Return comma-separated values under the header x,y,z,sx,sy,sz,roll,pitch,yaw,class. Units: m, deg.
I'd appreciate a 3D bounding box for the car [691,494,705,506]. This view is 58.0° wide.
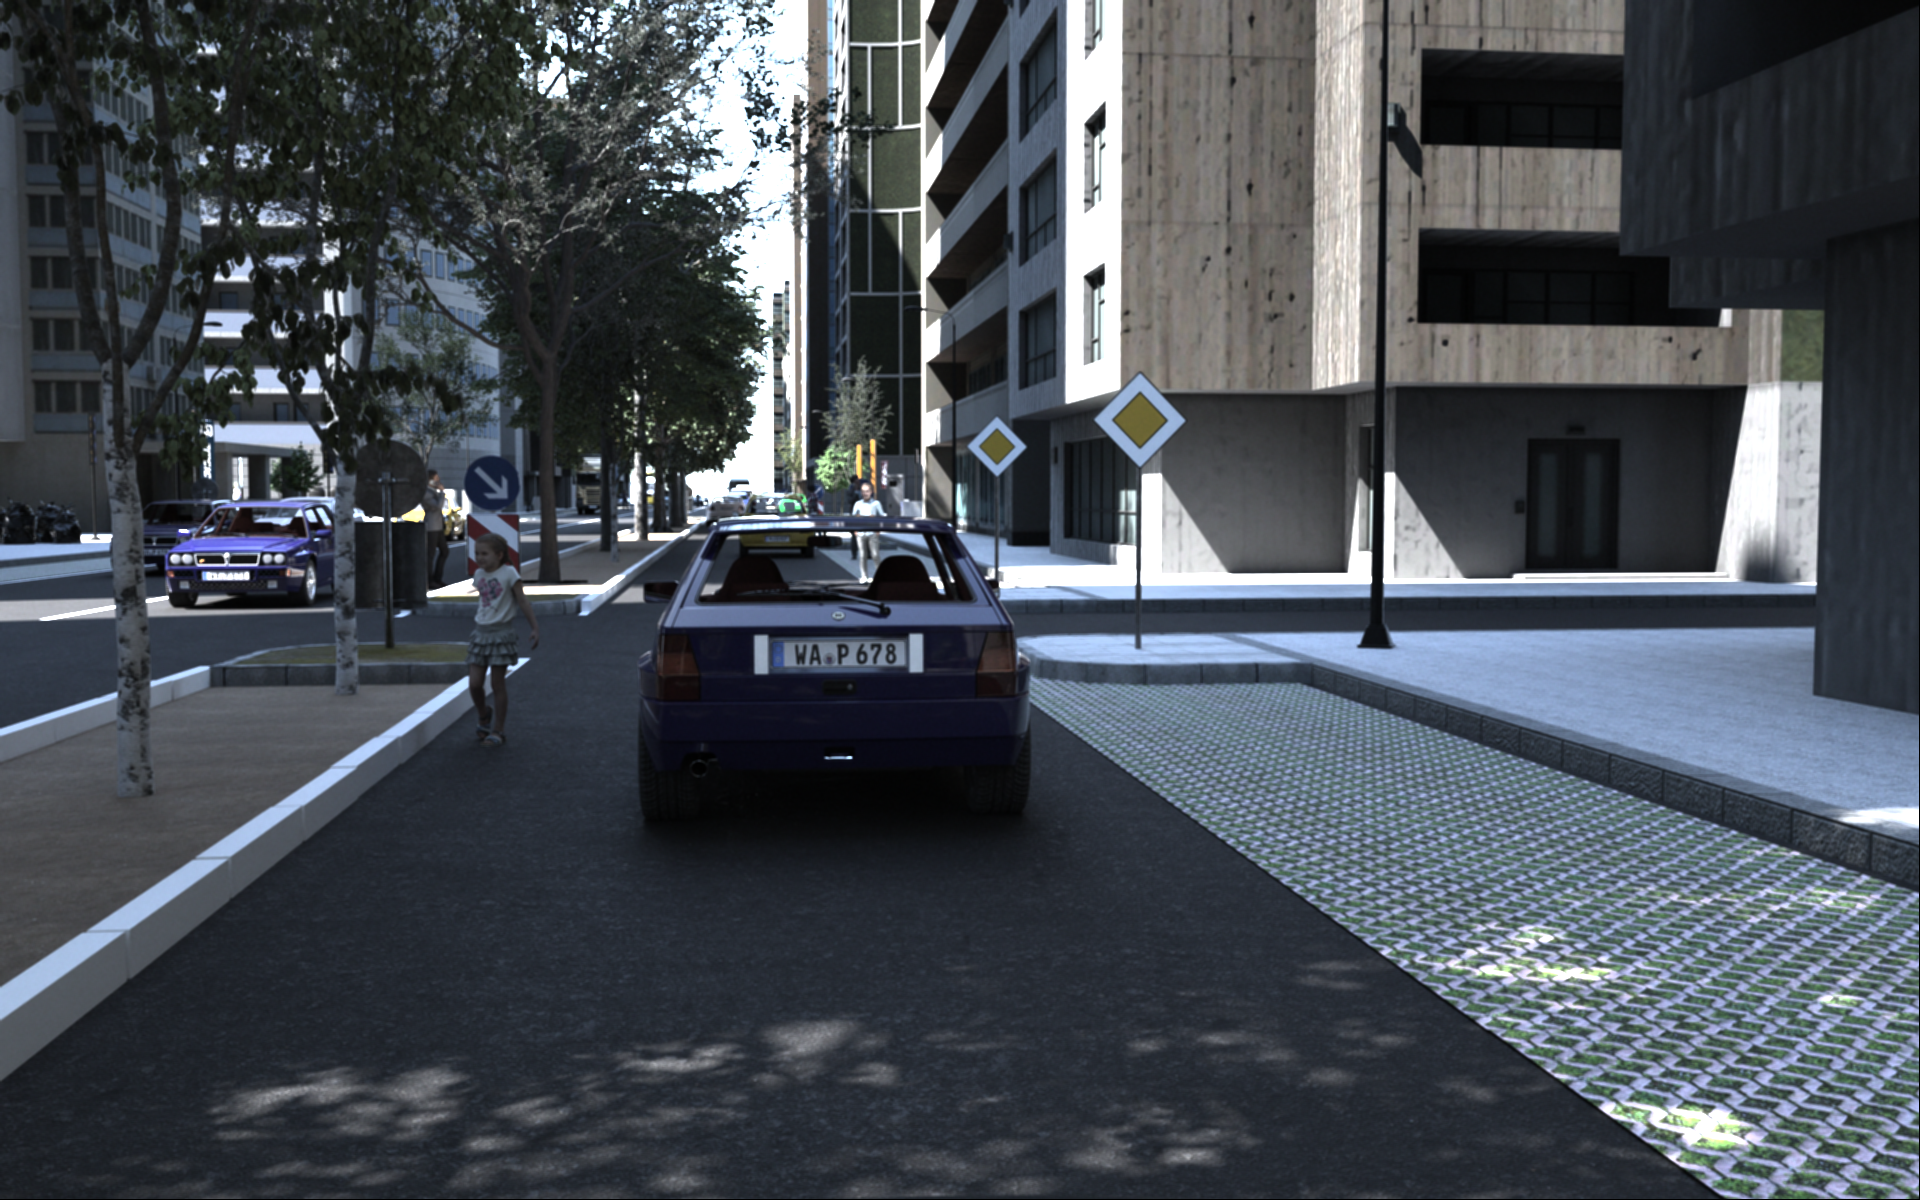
x,y,z,sx,sy,sz,roll,pitch,yaw,class
-31.479,-12.047,206.762,2.009,1.686,4.222,0,4,-7,car

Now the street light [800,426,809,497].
x,y,z,sx,sy,sz,roll,pitch,yaw,class
-10.282,-8.966,119.137,1.470,5.913,1.316,0,4,-7,street light

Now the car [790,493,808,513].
x,y,z,sx,sy,sz,roll,pitch,yaw,class
-10.422,-6.069,108.032,1.959,1.807,4.718,-1,4,-9,car

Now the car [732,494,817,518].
x,y,z,sx,sy,sz,roll,pitch,yaw,class
-4.315,-1.848,40.431,2.015,1.641,3.980,0,4,-7,car

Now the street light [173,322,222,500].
x,y,z,sx,sy,sz,roll,pitch,yaw,class
-20.565,-4.538,46.736,1.470,5.913,1.316,0,4,-7,street light

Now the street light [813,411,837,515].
x,y,z,sx,sy,sz,roll,pitch,yaw,class
-7.510,-7.587,96.588,1.470,5.913,1.316,0,4,-7,street light

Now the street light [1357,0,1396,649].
x,y,z,sx,sy,sz,roll,pitch,yaw,class
2.958,-2.554,14.293,1.470,5.913,1.316,0,4,-7,street light

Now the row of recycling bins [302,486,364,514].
x,y,z,sx,sy,sz,roll,pitch,yaw,class
-31.957,-4.915,87.479,3.534,1.692,1.069,-1,4,-14,row of recycling bins

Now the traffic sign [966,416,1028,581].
x,y,z,sx,sy,sz,roll,pitch,yaw,class
0.470,-1.137,22.230,0.795,2.450,0.064,0,4,-7,traffic sign

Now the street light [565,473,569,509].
x,y,z,sx,sy,sz,roll,pitch,yaw,class
-33.836,-10.926,151.186,1.470,5.913,1.316,0,4,-7,street light

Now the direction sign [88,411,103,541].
x,y,z,sx,sy,sz,roll,pitch,yaw,class
-23.812,-3.401,47.597,0.379,3.537,0.876,-1,4,-17,direction sign

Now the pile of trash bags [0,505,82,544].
x,y,z,sx,sy,sz,roll,pitch,yaw,class
-24.596,-2.130,44.572,3.447,1.369,1.912,-3,4,-36,pile of trash bags

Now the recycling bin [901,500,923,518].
x,y,z,sx,sy,sz,roll,pitch,yaw,class
-1.698,-2.962,60.990,0.722,1.027,0.722,0,4,-8,recycling bin

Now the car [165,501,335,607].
x,y,z,sx,sy,sz,roll,pitch,yaw,class
-9.328,-0.654,23.270,1.945,1.354,3.894,0,4,-8,car

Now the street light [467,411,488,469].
x,y,z,sx,sy,sz,roll,pitch,yaw,class
-26.858,-7.582,96.506,1.470,5.913,1.316,0,4,-7,street light

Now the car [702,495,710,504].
x,y,z,sx,sy,sz,roll,pitch,yaw,class
-35.958,-14.071,242.639,1.945,1.354,3.894,-1,4,-9,car

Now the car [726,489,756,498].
x,y,z,sx,sy,sz,roll,pitch,yaw,class
-15.261,-6.887,121.283,2.281,1.827,5.304,0,4,-7,car

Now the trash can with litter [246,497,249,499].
x,y,z,sx,sy,sz,roll,pitch,yaw,class
-32.274,-4.164,79.470,1.055,1.170,0.624,-2,4,-31,trash can with litter

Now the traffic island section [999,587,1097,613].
x,y,z,sx,sy,sz,roll,pitch,yaw,class
0.493,-0.002,22.310,2.009,0.180,2.903,0,4,-7,traffic island section

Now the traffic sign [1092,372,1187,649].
x,y,z,sx,sy,sz,roll,pitch,yaw,class
1.475,-0.652,14.308,0.795,2.450,0.064,0,4,-7,traffic sign

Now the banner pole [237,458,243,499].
x,y,z,sx,sy,sz,roll,pitch,yaw,class
-35.289,-5.803,84.894,0.401,3.779,0.863,-3,4,-38,banner pole

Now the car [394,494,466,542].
x,y,z,sx,sy,sz,roll,pitch,yaw,class
-16.241,-2.621,53.079,2.015,1.641,3.980,-1,4,-9,car

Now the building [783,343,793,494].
x,y,z,sx,sy,sz,roll,pitch,yaw,class
-7.630,-22.565,213.983,27.650,21.520,28.899,0,4,-7,building

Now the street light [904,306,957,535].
x,y,z,sx,sy,sz,roll,pitch,yaw,class
-0.682,-4.312,43.049,1.470,5.913,1.316,0,4,-7,street light

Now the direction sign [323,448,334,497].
x,y,z,sx,sy,sz,roll,pitch,yaw,class
-24.109,-4.534,66.132,0.379,3.537,0.876,0,4,3,direction sign

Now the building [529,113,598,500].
x,y,z,sx,sy,sz,roll,pitch,yaw,class
-50.883,-32.746,190.017,22.147,44.769,28.867,0,4,-7,building

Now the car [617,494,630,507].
x,y,z,sx,sy,sz,roll,pitch,yaw,class
-36.761,-10.737,187.544,2.014,1.417,4.499,0,4,-7,car

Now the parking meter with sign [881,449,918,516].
x,y,z,sx,sy,sz,roll,pitch,yaw,class
-2.514,-4.317,66.846,1.738,3.016,0.543,0,4,1,parking meter with sign

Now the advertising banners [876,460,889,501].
x,y,z,sx,sy,sz,roll,pitch,yaw,class
-4.445,-5.678,89.026,2.074,3.025,0.090,-3,5,-44,advertising banners

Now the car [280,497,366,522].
x,y,z,sx,sy,sz,roll,pitch,yaw,class
-14.912,-1.669,39.656,2.083,1.381,4.827,0,4,-6,car

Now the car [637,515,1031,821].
x,y,z,sx,sy,sz,roll,pitch,yaw,class
-0.696,0.218,9.012,1.945,1.354,3.894,0,4,-6,car

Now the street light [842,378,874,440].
x,y,z,sx,sy,sz,roll,pitch,yaw,class
-4.030,-5.933,69.549,1.470,5.913,1.316,0,4,-7,street light

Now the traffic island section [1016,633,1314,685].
x,y,z,sx,sy,sz,roll,pitch,yaw,class
1.497,0.483,14.388,2.009,0.180,2.903,0,4,-7,traffic island section

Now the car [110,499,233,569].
x,y,z,sx,sy,sz,roll,pitch,yaw,class
-14.261,-1.181,31.884,1.945,1.354,3.894,-1,4,-9,car

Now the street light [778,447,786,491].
x,y,z,sx,sy,sz,roll,pitch,yaw,class
-17.110,-12.238,172.634,1.470,5.913,1.316,0,4,-7,street light

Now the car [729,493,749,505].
x,y,z,sx,sy,sz,roll,pitch,yaw,class
-14.452,-6.313,112.802,1.945,1.707,3.694,0,4,-8,car

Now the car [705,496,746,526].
x,y,z,sx,sy,sz,roll,pitch,yaw,class
-10.516,-4.034,78.320,2.083,1.381,4.827,0,4,-7,car

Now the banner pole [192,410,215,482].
x,y,z,sx,sy,sz,roll,pitch,yaw,class
-22.662,-3.780,51.815,0.863,3.779,0.401,0,4,6,banner pole

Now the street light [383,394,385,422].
x,y,z,sx,sy,sz,roll,pitch,yaw,class
-24.044,-6.208,74.034,1.470,5.913,1.316,0,4,-7,street light

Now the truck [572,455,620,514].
x,y,z,sx,sy,sz,roll,pitch,yaw,class
-26.147,-8.329,125.085,2.839,4.237,11.283,0,4,-8,truck

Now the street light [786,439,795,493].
x,y,z,sx,sy,sz,roll,pitch,yaw,class
-13.672,-10.587,145.631,1.470,5.913,1.316,0,4,-7,street light

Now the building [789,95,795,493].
x,y,z,sx,sy,sz,roll,pitch,yaw,class
-11.615,-33.086,191.072,14.600,45.320,14.200,0,4,-7,building

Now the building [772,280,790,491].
x,y,z,sx,sy,sz,roll,pitch,yaw,class
-19.872,-29.131,247.991,14.160,30.474,14.107,0,4,-7,building

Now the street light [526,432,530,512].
x,y,z,sx,sy,sz,roll,pitch,yaw,class
-30.355,-9.248,123.751,1.470,5.913,1.316,0,4,-7,street light

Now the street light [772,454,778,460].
x,y,z,sx,sy,sz,roll,pitch,yaw,class
-20.743,-13.985,201.201,1.470,5.913,1.316,0,4,-7,street light
